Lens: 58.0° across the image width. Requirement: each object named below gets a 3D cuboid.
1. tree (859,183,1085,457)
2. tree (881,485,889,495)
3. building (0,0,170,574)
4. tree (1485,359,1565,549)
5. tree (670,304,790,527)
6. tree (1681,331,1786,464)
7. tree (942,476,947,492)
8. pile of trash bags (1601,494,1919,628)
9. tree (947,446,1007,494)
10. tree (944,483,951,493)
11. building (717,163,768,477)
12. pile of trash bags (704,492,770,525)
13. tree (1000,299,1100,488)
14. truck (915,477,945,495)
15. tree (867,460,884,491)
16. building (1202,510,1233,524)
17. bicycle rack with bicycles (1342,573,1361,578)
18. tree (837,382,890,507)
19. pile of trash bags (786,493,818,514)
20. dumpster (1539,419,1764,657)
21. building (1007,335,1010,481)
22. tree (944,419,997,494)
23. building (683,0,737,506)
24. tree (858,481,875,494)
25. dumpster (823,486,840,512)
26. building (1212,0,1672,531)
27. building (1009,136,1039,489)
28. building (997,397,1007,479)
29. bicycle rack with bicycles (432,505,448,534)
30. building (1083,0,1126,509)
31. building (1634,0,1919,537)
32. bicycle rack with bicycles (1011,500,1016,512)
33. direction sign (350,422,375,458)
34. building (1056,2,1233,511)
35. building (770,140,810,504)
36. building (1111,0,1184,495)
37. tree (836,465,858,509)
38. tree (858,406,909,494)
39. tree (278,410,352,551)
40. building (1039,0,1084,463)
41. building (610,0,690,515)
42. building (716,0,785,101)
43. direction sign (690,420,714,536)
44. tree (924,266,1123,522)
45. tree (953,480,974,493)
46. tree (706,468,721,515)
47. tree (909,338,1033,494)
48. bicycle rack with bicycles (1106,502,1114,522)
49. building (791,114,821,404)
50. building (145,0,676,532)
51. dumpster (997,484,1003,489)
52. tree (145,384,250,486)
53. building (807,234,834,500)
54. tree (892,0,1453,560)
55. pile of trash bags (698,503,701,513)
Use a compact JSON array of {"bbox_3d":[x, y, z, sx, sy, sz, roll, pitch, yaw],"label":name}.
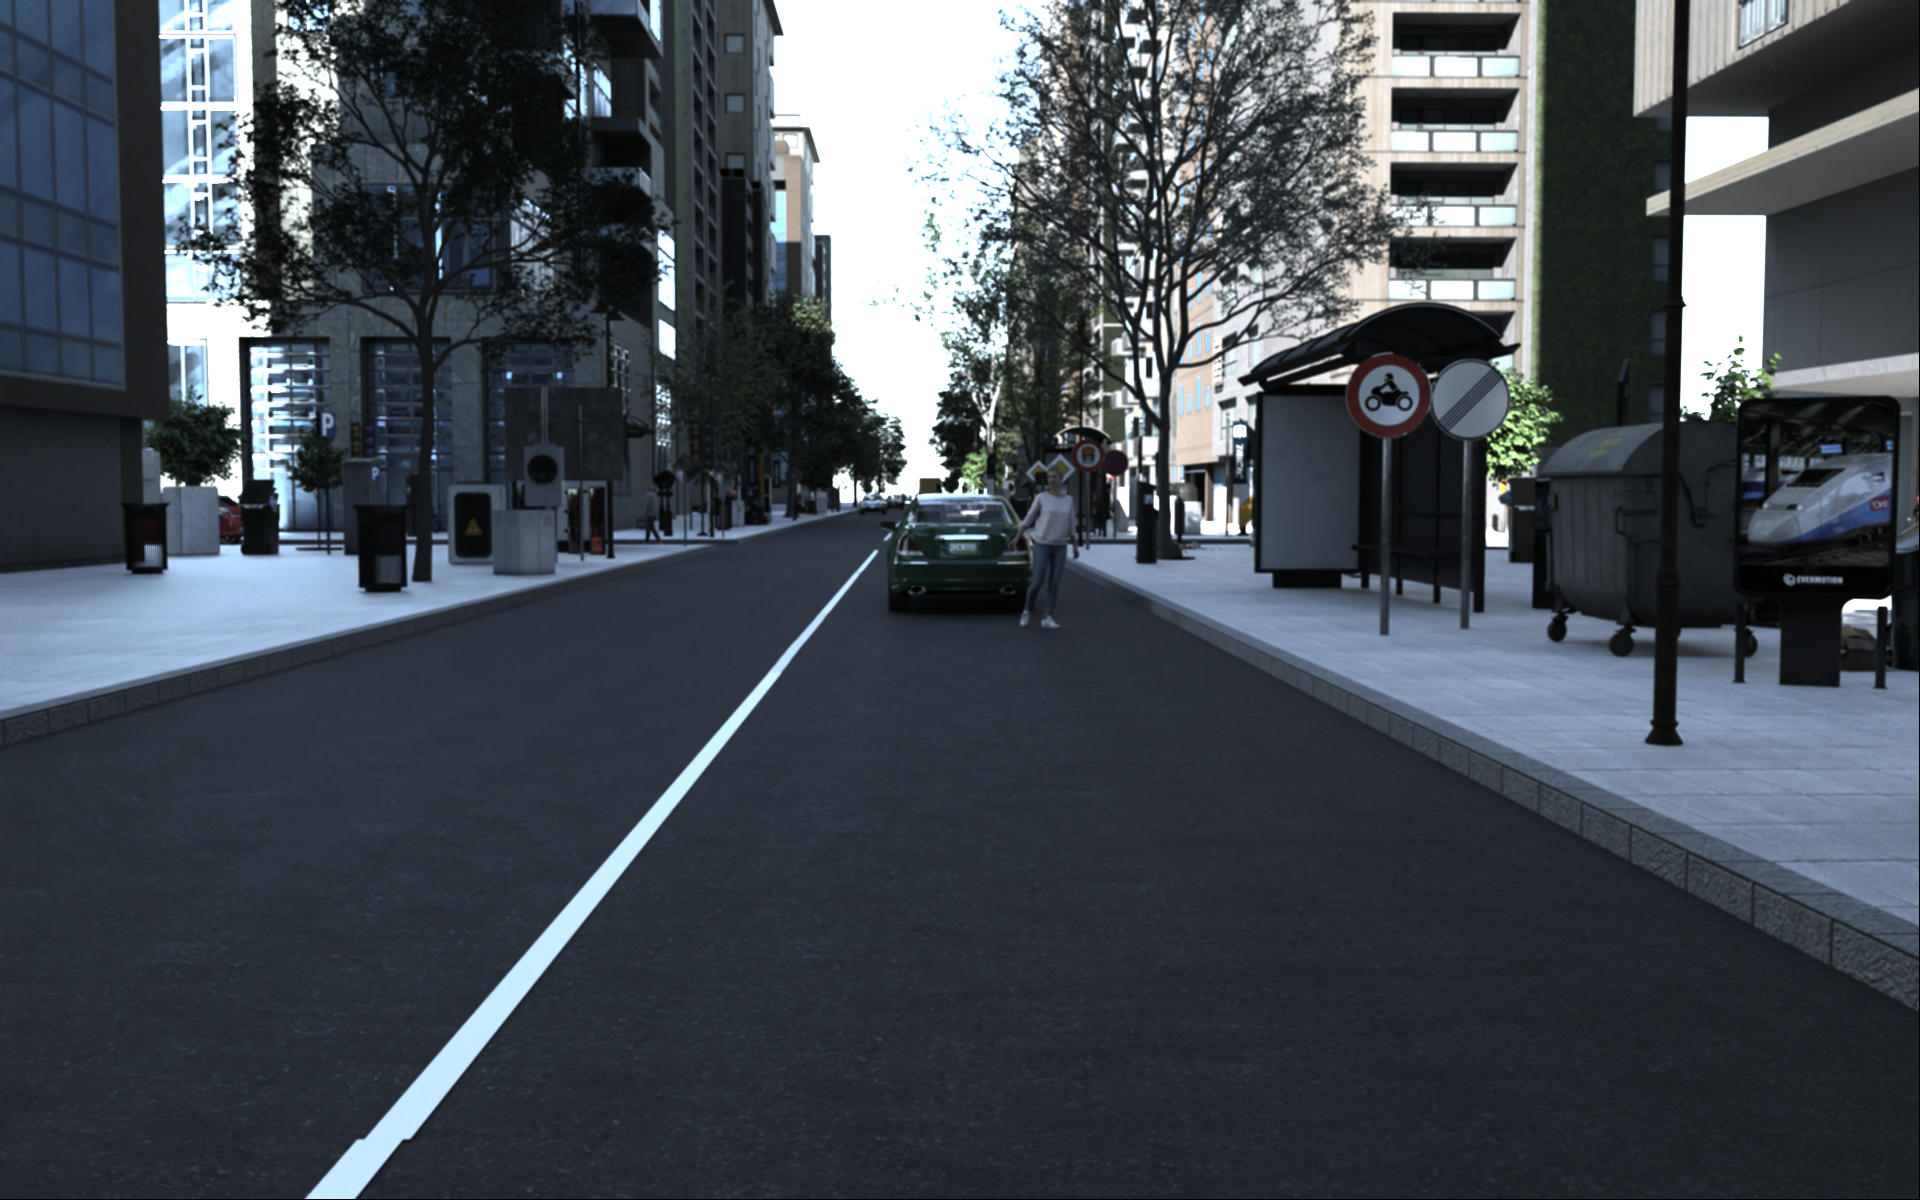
[{"bbox_3d":[0.586,-15.342,106.738,12.611,20.169,13.585,0,3,0],"label":"tree"},{"bbox_3d":[-12.434,-17.637,282.969,1.663,3.219,1.824,0,3,0],"label":"tree"},{"bbox_3d":[-22.101,-22.927,24.970,14.200,45.320,14.600,0,4,-1],"label":"building"},{"bbox_3d":[12.465,-3.492,40.813,4.285,4.588,4.351,0,3,0],"label":"tree"},{"bbox_3d":[-8.743,-7.103,66.493,4.737,8.622,4.395,0,3,0],"label":"tree"},{"bbox_3d":[9.353,-1.591,20.617,1.663,3.219,1.824,0,3,0],"label":"tree"},{"bbox_3d":[-1.389,-17.220,265.266,4.285,4.588,4.351,0,3,0],"label":"tree"},{"bbox_3d":[8.157,-0.449,17.087,3.447,1.369,1.912,1,4,15],"label":"pile of trash bags"},{"bbox_3d":[1.660,-8.169,117.275,4.285,4.588,4.351,0,3,0],"label":"tree"},{"bbox_3d":[-1.612,-15.864,253.973,1.663,3.219,1.824,0,3,0],"label":"tree"},{"bbox_3d":[-24.681,-23.326,153.088,14.160,30.474,14.107,0,4,-1],"label":"building"},{"bbox_3d":[-9.006,-3.754,71.134,1.912,1.369,3.447,0,4,7],"label":"pile of trash bags"},{"bbox_3d":[3.279,-7.078,66.091,4.737,8.622,4.395,0,3,0],"label":"tree"},{"bbox_3d":[-3.399,-12.250,196.210,3.469,3.379,9.791,0,4,-2],"label":"truck"},{"bbox_3d":[-11.553,-16.172,214.774,4.360,8.622,3.978,0,3,0],"label":"tree"},{"bbox_3d":[18.024,-26.293,79.997,14.600,45.320,14.200,0,4,-1],"label":"building"},{"bbox_3d":[6.603,-0.833,27.003,2.925,0.926,2.852,1,4,13],"label":"bicycle rack with bicycles"},{"bbox_3d":[-10.843,-15.759,175.782,7.486,12.596,7.792,0,3,0],"label":"tree"},{"bbox_3d":[-10.463,-6.362,113.778,1.912,1.369,3.447,-1,4,-13],"label":"pile of trash bags"},{"bbox_3d":[5.711,-0.523,14.308,1.264,1.857,1.865,0,4,-1],"label":"dumpster"},{"bbox_3d":[13.680,-29.214,249.350,14.160,30.474,14.107,0,4,-1],"label":"building"},{"bbox_3d":[1.229,-13.921,177.977,4.360,8.622,3.978,0,3,0],"label":"tree"},{"bbox_3d":[-27.438,-42.560,134.102,20.563,71.187,20.611,0,4,-1],"label":"building"},{"bbox_3d":[-11.458,-13.699,218.571,1.663,3.219,1.824,0,3,0],"label":"tree"},{"bbox_3d":[-9.177,-7.175,123.077,1.264,1.857,1.865,0,4,-1],"label":"dumpster"},{"bbox_3d":[17.616,-23.334,65.100,14.086,41.232,14.154,0,4,-1],"label":"building"},{"bbox_3d":[17.766,-37.094,230.191,21.300,48.544,21.600,0,4,-1],"label":"building"},{"bbox_3d":[20.186,-26.087,271.559,27.650,21.520,28.899,0,4,-1],"label":"building"},{"bbox_3d":[-16.025,-2.621,56.229,2.852,0.926,2.925,-3,4,-39],"label":"bicycle rack with bicycles"},{"bbox_3d":[18.936,-42.885,139.425,20.563,71.187,20.611,0,4,-1],"label":"building"},{"bbox_3d":[26.835,-26.356,20.160,28.713,52.752,27.495,0,4,-1],"label":"building"},{"bbox_3d":[3.128,-5.452,102.528,2.925,0.926,2.852,-1,4,-12],"label":"bicycle rack with bicycles"},{"bbox_3d":[-18.794,-3.825,54.537,0.876,3.537,0.379,1,4,19],"label":"direction sign"},{"bbox_3d":[16.236,-31.073,158.159,14.600,45.320,14.200,0,4,-1],"label":"building"},{"bbox_3d":[-26.806,-35.050,223.182,14.600,45.320,14.200,0,4,-1],"label":"building"},{"bbox_3d":[21.641,-30.008,110.236,23.786,49.044,30.456,0,4,-1],"label":"building"},{"bbox_3d":[-11.204,-14.259,183.488,4.737,8.622,4.395,0,3,0],"label":"tree"},{"bbox_3d":[-11.633,-21.059,250.968,9.857,13.997,8.962,0,3,0],"label":"tree"},{"bbox_3d":[-14.777,-2.749,39.540,1.663,3.219,1.824,0,3,0],"label":"tree"},{"bbox_3d":[18.636,-38.972,179.192,21.231,58.520,28.212,0,4,-1],"label":"building"},{"bbox_3d":[-24.111,-25.621,102.505,14.154,41.232,14.086,0,4,-1],"label":"building"},{"bbox_3d":[-32.689,-35.705,173.009,28.713,52.752,27.495,0,4,-1],"label":"building"},{"bbox_3d":[-7.884,-3.729,52.967,0.876,3.537,0.379,2,4,26],"label":"direction sign"},{"bbox_3d":[3.143,-9.218,76.469,9.928,11.665,9.643,0,3,0],"label":"tree"},{"bbox_3d":[0.585,-12.450,198.159,1.663,3.219,1.824,0,3,0],"label":"tree"},{"bbox_3d":[-14.340,-6.708,104.283,1.663,3.219,1.824,0,3,0],"label":"tree"},{"bbox_3d":[1.618,-14.457,143.035,9.857,13.997,8.962,0,3,0],"label":"tree"},{"bbox_3d":[6.347,-3.973,78.345,2.852,0.926,2.925,-3,4,-39],"label":"bicycle rack with bicycles"},{"bbox_3d":[-34.448,-40.023,243.609,28.713,52.752,27.495,0,4,-1],"label":"building"},{"bbox_3d":[-23.401,-46.359,70.645,22.319,86.520,31.000,0,4,-1],"label":"building"},{"bbox_3d":[2.872,-7.411,123.671,1.502,2.255,1.985,0,4,-1],"label":"dumpster"},{"bbox_3d":[-22.937,-4.160,51.734,4.285,4.588,4.351,0,3,0],"label":"tree"},{"bbox_3d":[-26.808,-35.552,264.875,14.154,41.232,14.086,0,4,-1],"label":"building"},{"bbox_3d":[3.898,-7.535,33.564,12.009,13.543,11.850,0,3,0],"label":"tree"},{"bbox_3d":[-15.709,-6.388,114.199,3.447,1.369,1.912,3,5,45],"label":"pile of trash bags"}]
